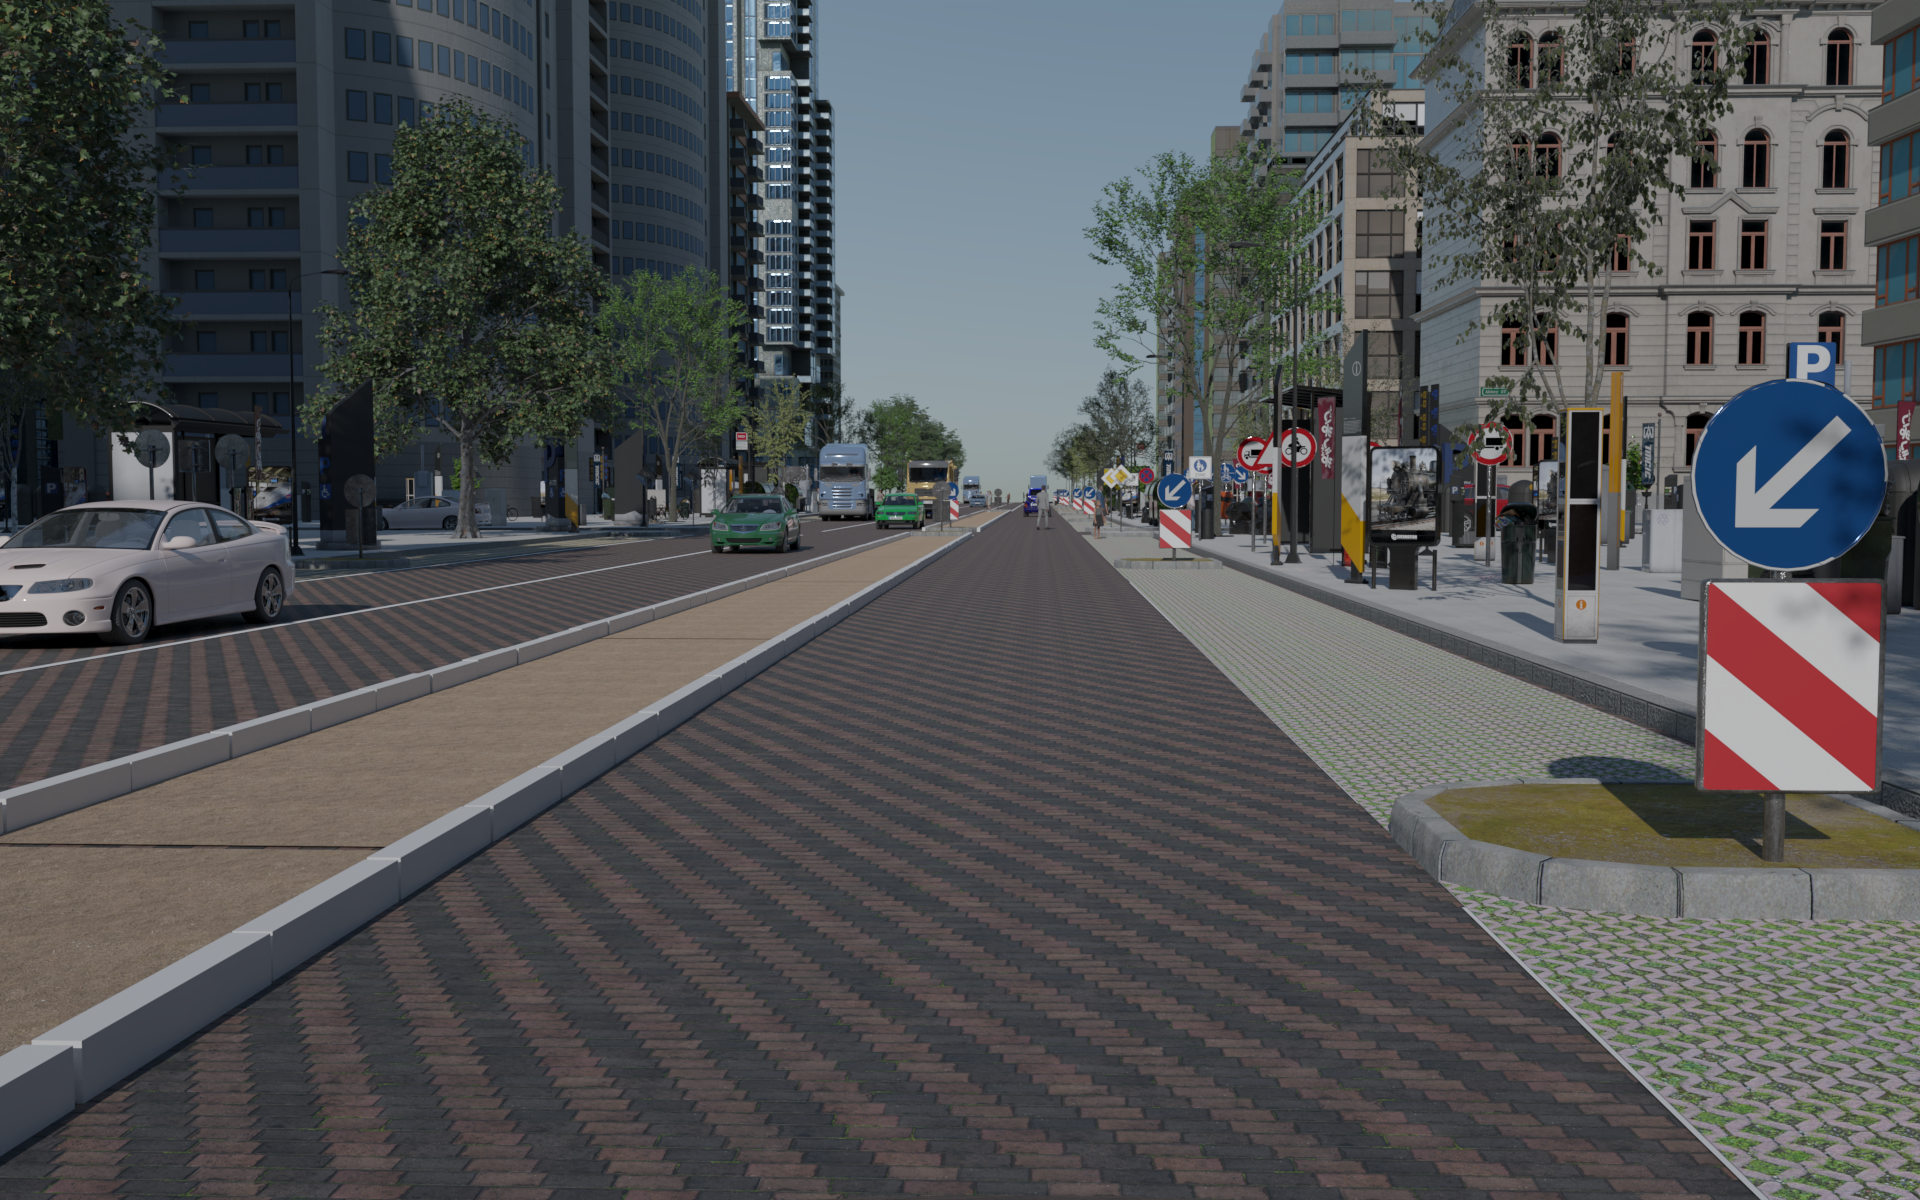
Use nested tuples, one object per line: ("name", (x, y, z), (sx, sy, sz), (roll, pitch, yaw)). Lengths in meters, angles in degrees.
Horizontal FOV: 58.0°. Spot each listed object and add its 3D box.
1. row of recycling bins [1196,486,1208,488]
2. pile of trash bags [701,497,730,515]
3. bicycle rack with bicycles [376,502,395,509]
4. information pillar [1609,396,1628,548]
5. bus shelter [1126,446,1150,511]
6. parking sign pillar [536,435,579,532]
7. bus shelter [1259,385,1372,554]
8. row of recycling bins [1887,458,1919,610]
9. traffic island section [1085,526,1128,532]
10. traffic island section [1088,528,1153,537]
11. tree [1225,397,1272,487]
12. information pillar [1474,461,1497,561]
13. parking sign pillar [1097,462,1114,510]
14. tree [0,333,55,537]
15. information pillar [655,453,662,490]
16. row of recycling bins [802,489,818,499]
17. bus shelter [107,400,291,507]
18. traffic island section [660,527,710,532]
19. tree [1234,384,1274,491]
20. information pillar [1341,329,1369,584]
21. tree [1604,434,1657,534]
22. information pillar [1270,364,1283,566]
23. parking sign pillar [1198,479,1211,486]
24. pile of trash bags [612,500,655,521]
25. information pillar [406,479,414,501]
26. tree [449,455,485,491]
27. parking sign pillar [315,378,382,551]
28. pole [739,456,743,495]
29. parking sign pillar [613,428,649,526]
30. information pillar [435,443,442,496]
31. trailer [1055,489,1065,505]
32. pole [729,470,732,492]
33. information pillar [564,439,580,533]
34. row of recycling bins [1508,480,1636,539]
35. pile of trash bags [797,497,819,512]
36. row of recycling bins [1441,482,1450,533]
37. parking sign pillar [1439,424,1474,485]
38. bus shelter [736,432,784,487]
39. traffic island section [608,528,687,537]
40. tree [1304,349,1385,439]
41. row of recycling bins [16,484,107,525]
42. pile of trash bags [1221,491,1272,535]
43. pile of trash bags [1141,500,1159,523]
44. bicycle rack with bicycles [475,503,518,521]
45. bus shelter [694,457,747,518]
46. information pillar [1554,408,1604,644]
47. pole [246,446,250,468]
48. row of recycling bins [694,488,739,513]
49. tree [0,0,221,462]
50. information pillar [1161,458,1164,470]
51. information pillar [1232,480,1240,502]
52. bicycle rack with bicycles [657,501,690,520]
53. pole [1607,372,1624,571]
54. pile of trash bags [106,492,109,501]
("row of recycling bins", (11.848, -5.111, 90.673), (3.534, 1.692, 1.069), (-2, 4, -23))
("pile of trash bags", (-14.745, -5.789, 104.397), (1.912, 1.369, 3.447), (-1, 4, -21))
("bicycle rack with bicycles", (-27.634, -4.088, 80.221), (2.925, 0.926, 2.852), (0, 4, -1))
("information pillar", (15.754, -3.065, 41.471), (0.183, 3.616, 0.504), (-1, 4, -22))
("bus shelter", (13.243, -9.475, 132.556), (2.179, 5.291, 8.768), (0, 4, 3))
("parking sign pillar", (-13.822, -4.338, 59.398), (1.447, 3.967, 1.447), (-2, 4, -33))
("bus shelter", (8.183, -2.994, 40.242), (1.731, 3.624, 6.357), (0, 4, 3))
("row of recycling bins", (11.182, -0.809, 20.332), (1.069, 1.692, 3.534), (1, 4, 10))
("traffic island section", (5.834, -2.712, 66.616), (2.009, 0.180, 2.903), (0, 4, 3))
("traffic island section", (5.470, -2.224, 58.639), (2.009, 0.180, 2.903), (0, 4, 3))
("tree", (21.887, -11.043, 130.919), (4.737, 8.622, 4.395), (0, 3, 0))
("information pillar", (10.044, -1.749, 33.093), (0.304, 2.012, 0.304), (3, 5, 41))
("parking sign pillar", (11.706, -9.227, 139.330), (1.447, 3.967, 1.447), (0, 4, 7))
("tree", (-26.641, -5.991, 48.323), (4.360, 8.622, 3.978), (0, 3, 0))
("information pillar", (-17.388, -6.644, 99.992), (0.183, 3.616, 0.504), (2, 4, 30))
("row of recycling bins", (-11.459, -7.633, 131.910), (3.534, 1.692, 1.069), (-2, 4, -28))
("bus shelter", (-17.683, -2.829, 40.185), (2.014, 3.302, 5.546), (0, 4, 3))
("traffic island section", (-10.390, -2.757, 67.359), (2.009, 0.180, 2.903), (0, 4, 3))
("tree", (19.804, -9.860, 111.577), (4.360, 8.622, 3.978), (0, 3, 0))
("information pillar", (5.658, -2.047, 24.824), (0.183, 3.616, 0.504), (-1, 4, -23))
("tree", (21.742, -3.748, 55.887), (1.663, 3.219, 1.824), (0, 3, 0))
("information pillar", (5.688, -2.428, 31.047), (0.183, 3.616, 0.504), (1, 4, 19))
("parking sign pillar", (15.439, -7.279, 107.484), (1.447, 3.967, 1.447), (0, 4, -6))
("pile of trash bags", (-15.528, -4.393, 81.585), (1.912, 1.369, 3.447), (0, 4, 4))
("information pillar", (-25.990, -4.735, 81.917), (0.304, 2.012, 0.304), (-2, 4, -33))
("tree", (-22.606, -5.126, 78.416), (1.663, 3.219, 1.824), (0, 3, 0))
("parking sign pillar", (-14.114, -3.143, 39.858), (1.447, 3.967, 1.447), (2, 4, 27))
("pole", (-11.659, -6.014, 92.167), (0.158, 3.312, 0.155), (0, 3, 0))
("parking sign pillar", (-13.411, -5.022, 70.585), (1.447, 3.967, 1.447), (1, 4, 18))
("information pillar", (-24.124, -5.433, 80.178), (0.504, 3.616, 0.183), (3, 5, 41))
("trailer", (12.036, -12.232, 207.043), (1.471, 1.999, 3.904), (0, 4, 1))
("pole", (-17.461, -8.450, 131.995), (0.158, 3.312, 0.155), (0, 3, 0))
("information pillar", (-12.862, -4.036, 57.350), (0.183, 3.616, 0.504), (3, 4, 36))
("row of recycling bins", (17.536, -2.608, 49.748), (3.534, 1.692, 1.069), (0, 4, 2))
("pile of trash bags", (-11.142, -6.994, 124.107), (1.912, 1.369, 3.447), (1, 4, 18))
("row of recycling bins", (15.054, -3.115, 58.050), (3.534, 1.692, 1.069), (1, 4, 22))
("parking sign pillar", (18.969, -4.757, 66.256), (1.447, 3.967, 1.447), (-1, 4, -10))
("bus shelter", (-13.299, -8.393, 114.851), (2.179, 5.291, 8.768), (0, 4, 3))
("traffic island section", (-10.755, -2.269, 59.382), (2.009, 0.180, 2.903), (0, 4, 3))
("tree", (19.099, -8.365, 87.128), (4.737, 8.622, 4.395), (0, 3, 0))
("row of recycling bins", (-37.362, -3.961, 71.869), (3.534, 1.692, 1.069), (-1, 4, -22))
("pile of trash bags", (9.311, -2.801, 55.552), (1.912, 1.369, 3.447), (-2, 4, -27))
("pile of trash bags", (9.616, -4.076, 76.403), (3.447, 1.369, 1.912), (1, 4, 15))
("bicycle rack with bicycles", (-22.490, -4.216, 82.314), (2.925, 0.926, 2.852), (-2, 4, -25))
("bus shelter", (-13.307, -6.279, 96.592), (2.014, 3.302, 5.546), (0, 4, 3))
("information pillar", (5.324, -0.637, 14.911), (0.304, 2.012, 0.304), (0, 4, 5))
("pole", (-29.969, -4.839, 72.964), (0.158, 3.312, 0.155), (0, 3, 0))
("row of recycling bins", (-16.259, -6.705, 116.747), (3.534, 1.692, 1.069), (-2, 4, -29))
("tree", (-15.112, -6.559, 24.250), (9.611, 12.733, 9.660), (0, 3, 0))
("information pillar", (13.332, -7.505, 114.065), (0.183, 3.616, 0.504), (-1, 4, -10))
("information pillar", (14.239, -5.186, 89.282), (0.304, 2.012, 0.304), (3, 4, 37))
("bicycle rack with bicycles", (-14.731, -4.435, 85.902), (2.925, 0.926, 2.852), (-3, 4, -38))
("pole", (10.984, -2.152, 29.033), (0.158, 3.312, 0.155), (0, 3, 0))
("pile of trash bags", (-69.382, -8.144, 142.912), (1.912, 1.369, 3.447), (3, 5, 41))
